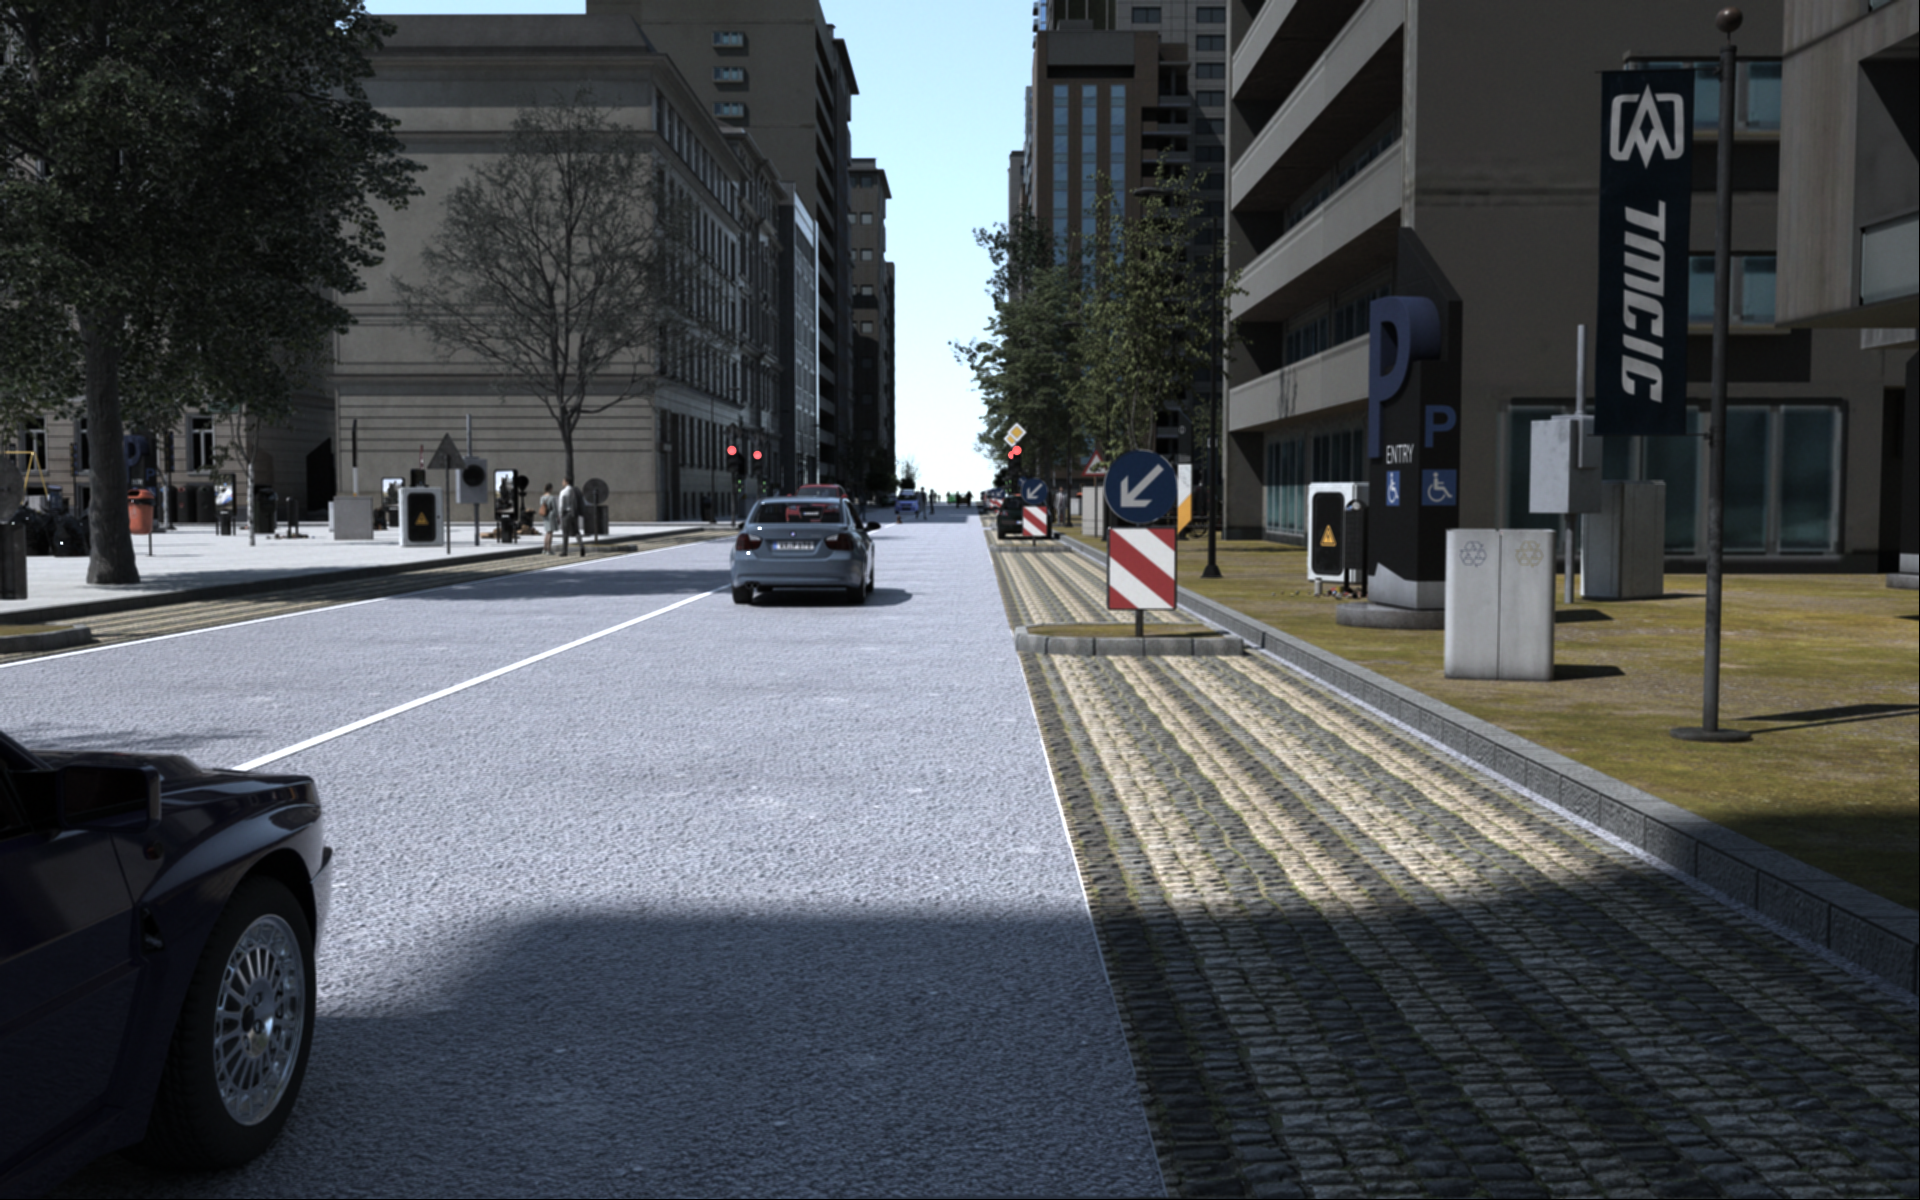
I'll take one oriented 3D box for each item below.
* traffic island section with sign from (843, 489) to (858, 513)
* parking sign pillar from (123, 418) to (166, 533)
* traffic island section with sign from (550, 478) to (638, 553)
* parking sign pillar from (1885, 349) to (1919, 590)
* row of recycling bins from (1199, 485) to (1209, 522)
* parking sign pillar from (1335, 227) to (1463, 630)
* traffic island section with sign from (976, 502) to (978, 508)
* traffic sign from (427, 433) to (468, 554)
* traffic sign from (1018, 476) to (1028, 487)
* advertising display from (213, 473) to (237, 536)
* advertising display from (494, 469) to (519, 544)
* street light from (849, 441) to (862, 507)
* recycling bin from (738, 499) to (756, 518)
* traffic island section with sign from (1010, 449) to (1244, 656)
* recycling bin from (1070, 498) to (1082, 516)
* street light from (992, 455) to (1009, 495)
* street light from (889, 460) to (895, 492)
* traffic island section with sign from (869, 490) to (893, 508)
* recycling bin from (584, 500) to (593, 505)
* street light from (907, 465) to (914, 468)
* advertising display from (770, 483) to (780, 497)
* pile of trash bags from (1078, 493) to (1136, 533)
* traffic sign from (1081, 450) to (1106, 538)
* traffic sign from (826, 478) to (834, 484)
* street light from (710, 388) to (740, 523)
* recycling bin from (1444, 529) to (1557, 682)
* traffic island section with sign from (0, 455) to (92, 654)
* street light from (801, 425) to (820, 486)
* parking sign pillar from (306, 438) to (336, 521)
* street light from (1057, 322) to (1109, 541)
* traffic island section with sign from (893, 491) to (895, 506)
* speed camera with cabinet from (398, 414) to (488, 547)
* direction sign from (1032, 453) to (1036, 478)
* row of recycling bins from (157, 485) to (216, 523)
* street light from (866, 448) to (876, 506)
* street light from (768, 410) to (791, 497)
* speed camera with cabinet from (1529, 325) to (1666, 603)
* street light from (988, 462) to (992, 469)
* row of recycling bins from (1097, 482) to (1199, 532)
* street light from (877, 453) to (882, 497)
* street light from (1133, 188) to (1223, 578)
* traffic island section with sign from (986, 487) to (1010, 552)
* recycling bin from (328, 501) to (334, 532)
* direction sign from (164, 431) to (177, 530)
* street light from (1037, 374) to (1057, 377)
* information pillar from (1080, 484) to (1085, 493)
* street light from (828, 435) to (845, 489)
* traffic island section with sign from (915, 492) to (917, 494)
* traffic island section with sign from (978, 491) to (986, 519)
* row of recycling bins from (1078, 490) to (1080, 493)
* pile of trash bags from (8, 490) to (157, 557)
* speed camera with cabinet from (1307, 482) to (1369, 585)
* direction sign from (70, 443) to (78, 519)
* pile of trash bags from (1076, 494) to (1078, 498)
[{"bbox_3d":[-8.451,-7.164,125.761,1.989,1.847,2.006,0,4,0],"label":"traffic island section with sign"},{"bbox_3d":[-26.924,-4.185,56.903,1.447,3.967,1.447,3,4,38],"label":"parking sign pillar"},{"bbox_3d":[-9.103,-2.105,43.042,1.989,1.847,2.006,0,4,0],"label":"traffic island section with sign"},{"bbox_3d":[13.401,-2.138,23.430,1.447,3.967,1.447,-1,4,-10],"label":"parking sign pillar"},{"bbox_3d":[10.342,-4.358,78.366,1.069,1.692,3.534,2,4,25],"label":"row of recycling bins"},{"bbox_3d":[4.435,-1.741,16.931,1.447,3.967,1.447,0,4,-7],"label":"parking sign pillar"},{"bbox_3d":[2.352,-7.147,125.482,1.989,1.847,2.006,0,4,0],"label":"traffic island section with sign"},{"bbox_3d":[-10.911,-2.256,36.885,0.884,2.594,0.081,0,4,2],"label":"traffic sign"},{"bbox_3d":[4.511,-7.609,124.516,0.768,2.556,0.104,0,4,4],"label":"traffic sign"},{"bbox_3d":[-22.783,-2.965,53.698,0.974,1.923,0.123,2,4,32],"label":"advertising display"},{"bbox_3d":[-11.800,-2.437,45.054,0.974,1.923,0.123,3,5,44],"label":"advertising display"},{"bbox_3d":[-9.651,-10.990,152.224,1.470,5.913,1.316,0,4,0],"label":"street light"},{"bbox_3d":[-11.245,-4.837,91.637,0.722,1.027,0.722,-3,4,-38],"label":"recycling bin"},{"bbox_3d":[1.509,-0.461,16.171,1.989,1.847,2.006,0,4,0],"label":"traffic island section with sign"},{"bbox_3d":[7.009,-5.546,103.239,0.722,1.027,0.722,3,5,39],"label":"recycling bin"},{"bbox_3d":[4.833,-14.329,206.814,1.470,5.913,1.316,0,4,0],"label":"street light"},{"bbox_3d":[-9.136,-14.781,214.210,1.470,5.913,1.316,0,4,0],"label":"street light"},{"bbox_3d":[-8.086,-10.138,174.389,1.989,1.847,2.006,0,4,0],"label":"traffic island section with sign"},{"bbox_3d":[-16.529,-3.872,75.862,0.722,1.027,0.722,-2,4,-28],"label":"recycling bin"},{"bbox_3d":[-8.514,-19.799,296.254,1.470,5.913,1.316,0,4,0],"label":"street light"},{"bbox_3d":[-10.595,-5.754,99.289,0.123,1.923,0.974,1,4,21],"label":"advertising display"},{"bbox_3d":[4.908,-2.810,55.691,1.912,1.369,3.447,0,4,1],"label":"pile of trash bags"},{"bbox_3d":[4.009,-3.119,51.001,0.884,2.594,0.081,0,4,7],"label":"traffic sign"},{"bbox_3d":[-10.203,-8.312,135.912,0.884,2.594,0.081,0,4,2],"label":"traffic sign"},{"bbox_3d":[-10.272,-6.308,75.670,1.470,5.913,1.316,0,4,0],"label":"street light"},{"bbox_3d":[3.801,0.020,12.231,0.722,1.027,0.722,1,4,15],"label":"recycling bin"},{"bbox_3d":[-9.310,-0.456,16.087,1.989,1.847,2.006,0,4,0],"label":"traffic island section with sign"},{"bbox_3d":[-10.085,-8.790,116.259,1.470,5.913,1.316,0,4,0],"label":"street light"},{"bbox_3d":[-30.617,-5.780,82.976,1.447,3.967,1.447,1,4,16],"label":"parking sign pillar"},{"bbox_3d":[3.456,-4.546,46.870,1.470,5.913,1.316,0,4,0],"label":"street light"},{"bbox_3d":[-7.871,-11.823,201.939,1.989,1.847,2.006,0,4,0],"label":"traffic island section with sign"},{"bbox_3d":[-12.675,-2.943,42.449,2.038,3.252,0.660,-2,4,-26],"label":"speed camera with cabinet"},{"bbox_3d":[4.108,-6.357,95.939,0.379,3.537,0.876,1,4,14],"label":"direction sign"},{"bbox_3d":[-34.483,-4.232,76.303,3.534,1.692,1.069,0,4,6],"label":"row of recycling bins"},{"bbox_3d":[-9.465,-12.291,173.504,1.470,5.913,1.316,0,4,0],"label":"street light"},{"bbox_3d":[-10.056,-7.539,95.808,1.470,5.913,1.316,0,4,0],"label":"street light"},{"bbox_3d":[7.712,-1.624,20.892,2.038,3.252,0.660,-3,4,-37],"label":"speed camera with cabinet"},{"bbox_3d":[5.130,-16.953,249.717,1.470,5.913,1.316,0,4,0],"label":"street light"},{"bbox_3d":[6.189,-3.171,58.951,3.534,1.692,1.069,1,4,23],"label":"row of recycling bins"},{"bbox_3d":[-9.449,-13.549,194.072,1.470,5.913,1.316,0,4,0],"label":"street light"},{"bbox_3d":[3.328,-3.297,26.447,1.470,5.913,1.316,0,4,0],"label":"street light"},{"bbox_3d":[1.722,-2.110,43.125,1.989,1.847,2.006,0,4,0],"label":"traffic island section with sign"},{"bbox_3d":[-21.074,-2.853,59.198,0.722,1.027,0.722,1,4,10],"label":"recycling bin"},{"bbox_3d":[-28.390,-4.296,62.234,0.379,3.537,0.876,0,4,-6],"label":"direction sign"},{"bbox_3d":[3.685,-5.778,67.008,1.470,5.913,1.316,0,4,0],"label":"street light"},{"bbox_3d":[9.026,-7.543,127.824,0.304,2.012,0.304,0,4,-4],"label":"information pillar"},{"bbox_3d":[-9.838,-10.071,137.202,1.470,5.913,1.316,0,4,0],"label":"street light"},{"bbox_3d":[-7.224,-16.920,285.273,1.989,1.847,2.006,0,4,0],"label":"traffic island section with sign"},{"bbox_3d":[2.146,-5.477,98.169,1.989,1.847,2.006,0,4,0],"label":"traffic island section with sign"},{"bbox_3d":[9.539,-7.627,131.814,1.069,1.692,3.534,1,4,12],"label":"row of recycling bins"},{"bbox_3d":[-18.185,-1.608,36.050,3.447,1.369,1.912,1,4,17],"label":"pile of trash bags"},{"bbox_3d":[5.803,-1.841,24.435,0.660,3.252,2.038,-2,4,-31],"label":"speed camera with cabinet"},{"bbox_3d":[-39.212,-5.181,76.703,0.379,3.537,0.876,-3,5,-43],"label":"direction sign"},{"bbox_3d":[9.828,-6.935,123.147,3.447,1.369,1.912,2,4,29],"label":"pile of trash bags"}]
